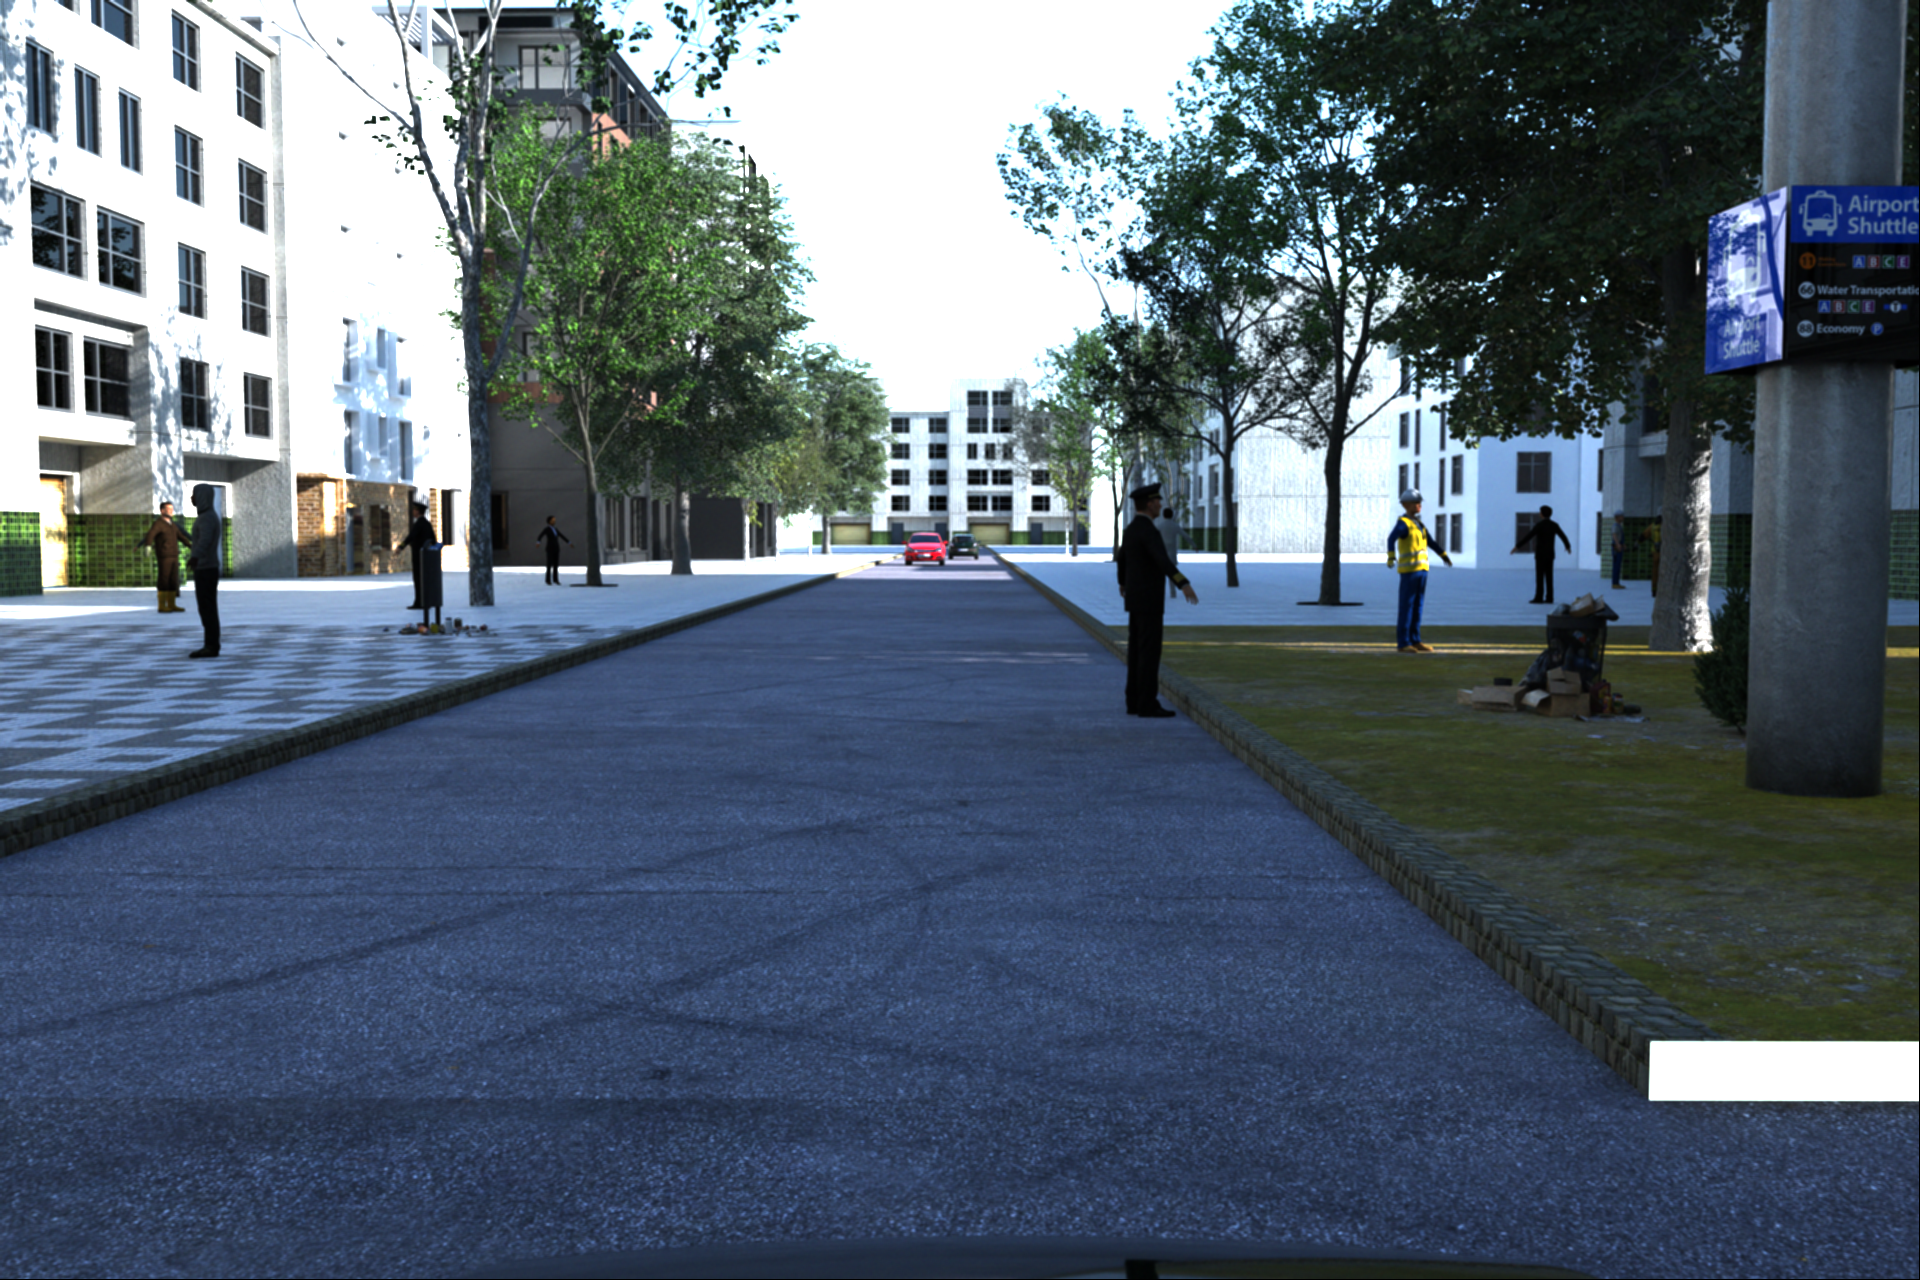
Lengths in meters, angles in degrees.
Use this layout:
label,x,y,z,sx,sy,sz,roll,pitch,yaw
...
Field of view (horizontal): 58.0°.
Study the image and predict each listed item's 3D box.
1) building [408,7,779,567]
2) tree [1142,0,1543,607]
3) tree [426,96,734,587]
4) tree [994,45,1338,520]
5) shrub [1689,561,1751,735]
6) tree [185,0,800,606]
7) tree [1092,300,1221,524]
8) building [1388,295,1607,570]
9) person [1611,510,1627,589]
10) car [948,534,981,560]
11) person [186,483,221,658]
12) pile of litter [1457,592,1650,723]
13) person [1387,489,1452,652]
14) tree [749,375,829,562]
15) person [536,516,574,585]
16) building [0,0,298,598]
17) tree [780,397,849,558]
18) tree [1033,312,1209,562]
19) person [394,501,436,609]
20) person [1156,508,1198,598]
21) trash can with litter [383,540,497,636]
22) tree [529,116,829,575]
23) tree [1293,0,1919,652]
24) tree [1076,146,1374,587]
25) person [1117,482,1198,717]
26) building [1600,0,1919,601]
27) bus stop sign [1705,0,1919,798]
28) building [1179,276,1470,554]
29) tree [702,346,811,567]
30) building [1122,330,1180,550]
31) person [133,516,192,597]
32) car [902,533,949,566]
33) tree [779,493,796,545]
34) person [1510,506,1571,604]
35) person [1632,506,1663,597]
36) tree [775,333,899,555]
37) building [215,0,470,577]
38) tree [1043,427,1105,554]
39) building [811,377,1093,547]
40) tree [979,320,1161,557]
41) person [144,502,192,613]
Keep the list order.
label,x,y,z,sx,sy,sz,roll,pitch,yaw
building,-24.784,-14.685,84.079,27.936,21.610,32.646,0,4,1
tree,6.770,-6.424,30.781,9.928,11.665,9.643,0,3,0
tree,-9.131,-7.122,42.203,9.928,11.665,9.643,0,3,0
tree,8.253,-12.891,66.654,12.611,20.169,13.585,0,3,0
shrub,5.162,0.007,11.002,1.383,1.207,1.383,0,3,0
tree,-8.780,-10.584,28.931,12.611,20.169,13.585,0,3,0
tree,6.849,-6.324,53.766,4.360,8.622,3.978,0,3,0
building,23.467,-7.428,63.598,9.099,9.664,28.070,0,4,1
person,15.483,-2.130,40.690,0.705,1.847,1.347,2,4,25
car,0.208,-5.419,98.393,2.009,1.686,4.222,0,4,1
person,-7.889,-0.729,18.048,0.705,1.813,1.348,-1,4,-20
pile of litter,4.291,0.084,12.589,1.176,0.858,1.719,0,4,0
person,4.991,-0.758,18.864,1.216,1.772,0.721,-3,5,-44
tree,-8.603,-7.868,79.001,4.360,8.622,3.978,0,3,0
person,-10.221,-2.259,43.654,0.721,1.740,1.216,2,4,34
building,-27.770,-10.273,34.424,16.747,18.905,31.486,0,3,0
tree,-8.194,-8.743,93.317,4.360,8.622,3.978,0,3,0
tree,7.406,-9.436,80.029,9.928,11.665,9.643,0,3,0
person,-9.253,-1.450,29.635,0.705,1.837,1.347,1,4,10
person,4.166,-1.755,34.873,1.347,1.806,0.705,-1,4,-10
trash can with litter,-6.739,-0.720,22.823,1.678,1.210,2.233,0,4,0
tree,-8.831,-9.064,54.854,9.857,13.997,8.962,0,3,0
tree,7.937,-6.862,18.846,9.857,13.997,8.962,0,3,0
tree,6.312,-6.577,41.943,7.601,10.594,8.767,0,4,4
person,1.491,-0.322,13.664,0.705,1.837,1.347,-1,4,-17
building,26.636,-10.215,33.477,16.747,18.905,31.486,0,4,1
bus stop sign,4.293,-1.198,8.605,0.837,3.901,0.837,0,4,-1
building,26.455,-15.947,127.185,16.747,18.905,31.486,0,4,0
tree,-7.978,-7.102,66.484,4.737,8.622,4.395,0,3,0
building,24.695,-17.876,158.735,16.747,18.905,31.486,0,3,0
person,-16.076,-1.769,35.190,0.705,1.796,1.348,3,5,44
car,-1.599,-4.343,80.051,2.155,1.783,4.494,0,4,0
tree,-19.774,-15.040,196.269,4.737,8.622,4.395,0,3,0
person,10.802,-1.582,32.053,1.347,1.806,0.705,-1,4,-21
person,14.236,-1.792,35.069,0.705,1.858,1.354,-3,5,-43
tree,-8.470,-12.333,108.299,9.857,13.997,8.962,0,3,0
building,-23.591,-12.014,52.844,16.016,20.090,11.380,0,4,-1
tree,6.963,-9.785,110.348,4.737,8.622,4.395,0,3,0
building,-1.115,-20.373,202.007,31.486,18.905,16.747,0,4,-2
tree,6.635,-11.511,98.581,12.009,13.543,11.850,0,3,0
person,-12.971,-1.361,28.390,0.704,1.812,1.346,1,4,10
